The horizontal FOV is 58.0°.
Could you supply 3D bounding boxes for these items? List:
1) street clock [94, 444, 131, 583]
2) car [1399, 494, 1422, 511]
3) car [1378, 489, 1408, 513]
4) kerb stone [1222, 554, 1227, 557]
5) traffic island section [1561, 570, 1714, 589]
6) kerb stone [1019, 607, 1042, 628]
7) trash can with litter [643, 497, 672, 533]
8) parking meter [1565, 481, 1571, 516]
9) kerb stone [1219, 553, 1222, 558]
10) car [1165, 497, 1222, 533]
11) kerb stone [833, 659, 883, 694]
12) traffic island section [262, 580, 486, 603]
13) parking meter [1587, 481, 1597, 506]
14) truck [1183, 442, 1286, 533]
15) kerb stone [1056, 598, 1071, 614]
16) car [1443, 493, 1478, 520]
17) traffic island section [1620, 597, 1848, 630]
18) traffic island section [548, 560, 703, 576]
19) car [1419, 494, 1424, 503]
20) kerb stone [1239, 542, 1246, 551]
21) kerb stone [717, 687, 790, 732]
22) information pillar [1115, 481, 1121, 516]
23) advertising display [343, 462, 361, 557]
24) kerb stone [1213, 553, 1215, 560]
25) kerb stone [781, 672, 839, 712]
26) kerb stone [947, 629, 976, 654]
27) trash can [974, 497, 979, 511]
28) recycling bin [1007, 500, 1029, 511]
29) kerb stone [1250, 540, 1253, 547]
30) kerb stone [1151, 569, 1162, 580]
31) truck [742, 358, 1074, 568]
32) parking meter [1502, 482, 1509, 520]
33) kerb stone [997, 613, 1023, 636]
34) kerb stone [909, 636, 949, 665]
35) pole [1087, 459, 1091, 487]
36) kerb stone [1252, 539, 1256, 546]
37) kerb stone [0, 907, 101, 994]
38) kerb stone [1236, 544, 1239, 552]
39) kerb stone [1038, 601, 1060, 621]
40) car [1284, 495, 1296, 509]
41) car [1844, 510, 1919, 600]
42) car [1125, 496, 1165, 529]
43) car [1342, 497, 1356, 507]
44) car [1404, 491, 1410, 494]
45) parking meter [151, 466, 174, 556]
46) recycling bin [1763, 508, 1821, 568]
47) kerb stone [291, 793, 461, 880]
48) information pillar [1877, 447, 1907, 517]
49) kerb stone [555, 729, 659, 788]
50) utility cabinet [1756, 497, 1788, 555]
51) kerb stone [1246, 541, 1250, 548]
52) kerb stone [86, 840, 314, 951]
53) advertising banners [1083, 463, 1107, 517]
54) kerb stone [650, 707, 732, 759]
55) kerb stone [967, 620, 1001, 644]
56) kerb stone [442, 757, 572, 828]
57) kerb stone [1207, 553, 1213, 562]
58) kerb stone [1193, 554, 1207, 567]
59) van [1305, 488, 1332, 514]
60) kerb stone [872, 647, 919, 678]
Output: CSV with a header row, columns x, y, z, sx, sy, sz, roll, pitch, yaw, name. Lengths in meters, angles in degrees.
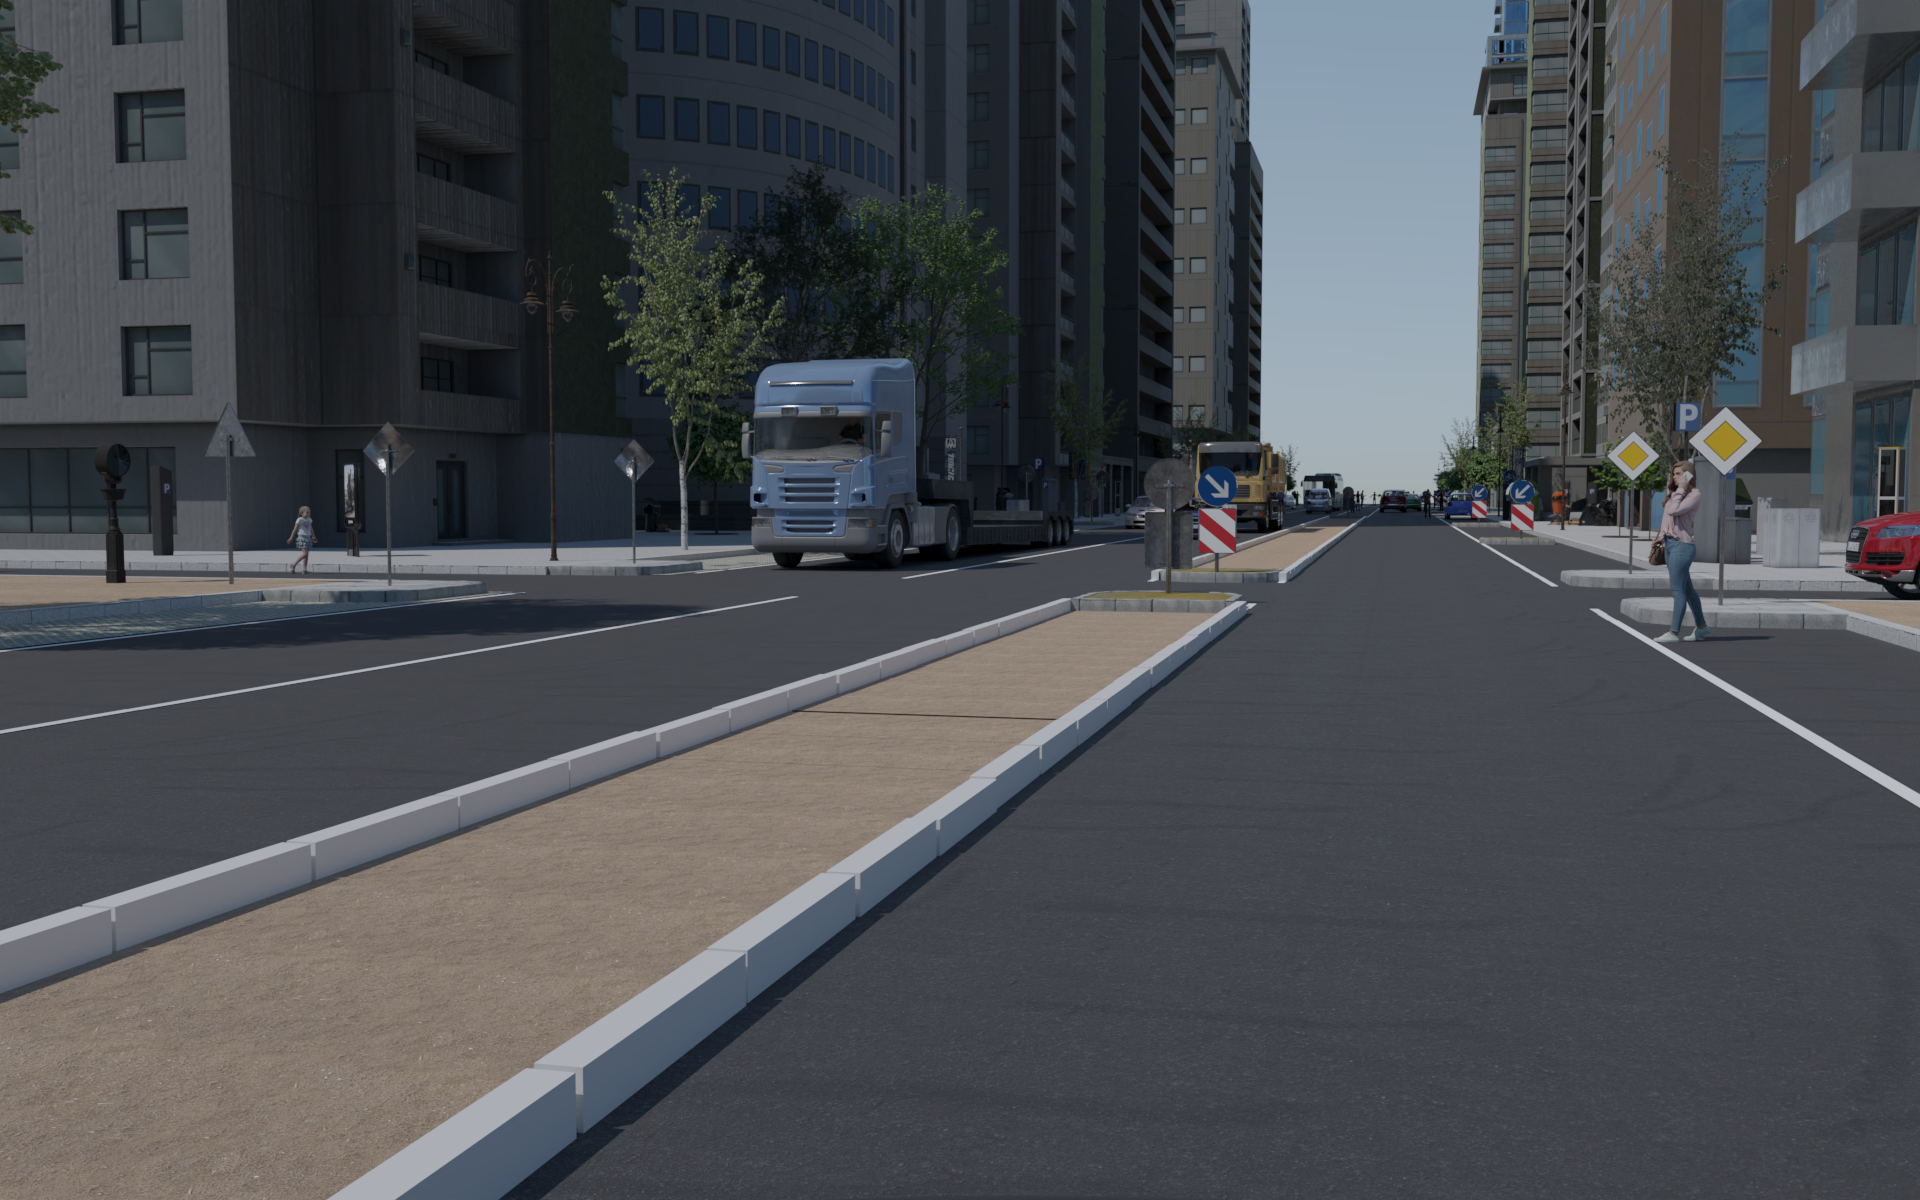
x,y,z,sx,sy,sz,roll,pitch,yaw,name
-12.175,-1.245,24.923,0.358,2.002,0.471,1,4,15,street clock
37.597,-8.311,144.673,1.959,1.807,4.718,1,4,13,car
33.993,-7.783,135.924,2.281,1.827,5.304,1,4,13,car
5.877,-1.038,39.220,0.120,0.150,1.000,1,4,14,kerb stone
10.740,-0.331,27.698,2.009,0.180,2.903,1,4,14,traffic island section
0.707,0.208,18.798,0.120,0.150,1.000,1,4,14,kerb stone
-10.108,-2.854,58.047,1.055,1.170,0.624,2,4,32,trash can with litter
26.335,-4.253,75.253,0.255,1.863,0.399,2,4,34,parking meter
5.620,-0.980,38.225,0.120,0.150,1.000,1,4,14,kerb stone
7.601,-2.633,55.636,1.945,1.354,3.894,1,4,13,car
-0.795,0.577,12.836,0.120,0.150,1.000,1,4,14,kerb stone
-7.982,-0.117,24.187,2.009,0.180,2.903,1,4,14,traffic island section
27.482,-4.258,75.334,0.399,1.863,0.255,2,4,28,parking meter
10.790,-4.316,66.491,3.469,3.379,9.791,1,4,15,truck
1.204,0.086,20.794,0.120,0.150,1.000,1,4,14,kerb stone
28.381,-5.416,98.145,1.945,1.707,3.694,1,4,13,car
8.781,0.142,19.956,2.009,0.180,2.903,1,4,14,traffic island section
-6.024,-0.590,31.929,2.009,0.180,2.903,1,4,14,traffic island section
65.528,-14.369,244.519,1.945,1.707,3.694,1,4,15,car
7.136,-1.345,44.190,0.120,0.150,1.000,1,4,14,kerb stone
-1.306,0.694,10.844,0.120,0.150,1.000,1,4,14,kerb stone
9.129,-5.855,100.215,0.304,2.012,0.304,0,4,3,information pillar
-12.492,-1.859,35.604,0.123,1.923,0.974,-2,4,-32,advertising display
5.372,-0.917,37.233,0.120,0.150,1.000,1,4,14,kerb stone
-1.058,0.634,11.837,0.120,0.150,1.000,1,4,14,kerb stone
-0.055,0.398,15.824,0.120,0.150,1.000,1,4,14,kerb stone
0.409,-3.737,72.758,0.748,1.137,0.748,0,3,0,trash can
2.477,-3.769,74.170,0.722,1.027,0.722,3,4,39,recycling bin
7.637,-1.464,46.175,0.120,0.150,1.000,1,4,14,kerb stone
3.364,-0.432,29.282,0.120,0.150,1.000,1,4,14,kerb stone
-0.459,-3.090,40.278,2.967,4.110,18.799,1,4,16,truck
26.704,-4.833,84.733,0.255,1.863,0.399,1,4,9,parking meter
0.460,0.268,17.806,0.120,0.150,1.000,1,4,14,kerb stone
-0.304,0.450,14.832,0.120,0.150,1.000,1,4,14,kerb stone
7.367,-6.436,99.079,0.158,3.312,0.155,0,3,0,pole
7.882,-1.525,47.168,0.120,0.150,1.000,1,4,14,kerb stone
-2.805,1.058,4.890,0.120,0.150,1.000,1,4,14,kerb stone
6.637,-1.223,42.194,0.120,0.150,1.000,1,4,14,kerb stone
0.956,0.149,19.802,0.120,0.150,1.000,1,4,14,kerb stone
30.715,-9.248,163.564,2.083,1.381,4.827,1,4,13,car
14.332,-0.832,22.271,5.304,1.827,2.281,1,4,13,car
8.032,-3.669,72.357,2.083,1.381,4.827,1,4,13,car
42.745,-11.088,191.083,2.009,1.686,4.222,1,4,16,car
51.836,-11.862,202.608,2.281,1.827,5.304,1,4,16,car
-16.623,-1.859,36.103,0.255,1.863,0.399,1,4,12,parking meter
14.513,-1.081,30.231,0.722,1.027,0.722,0,4,5,recycling bin
-2.308,0.937,6.875,0.120,0.150,1.000,1,4,14,kerb stone
14.620,-1.389,27.203,0.304,2.012,0.304,-3,5,-40,information pillar
-1.817,0.816,8.860,0.120,0.150,1.000,1,4,14,kerb stone
17.180,-1.557,36.626,0.306,1.237,1.020,3,5,44,utility cabinet
7.388,-1.406,45.184,0.120,0.150,1.000,1,4,14,kerb stone
-2.560,0.998,5.882,0.120,0.150,1.000,1,4,14,kerb stone
7.510,-6.094,95.827,0.090,3.025,2.074,3,5,42,advertising banners
-1.555,0.760,9.853,0.120,0.150,1.000,1,4,14,kerb stone
0.201,0.329,16.817,0.120,0.150,1.000,1,4,14,kerb stone
-2.063,0.878,7.868,0.120,0.150,1.000,1,4,14,kerb stone
5.130,-0.859,36.240,0.120,0.150,1.000,1,4,14,kerb stone
4.864,-0.798,35.244,0.120,0.150,1.000,1,4,14,kerb stone
26.441,-7.373,127.565,2.013,2.044,4.112,1,4,16,van
-0.543,0.512,13.828,0.120,0.150,1.000,1,4,14,kerb stone
